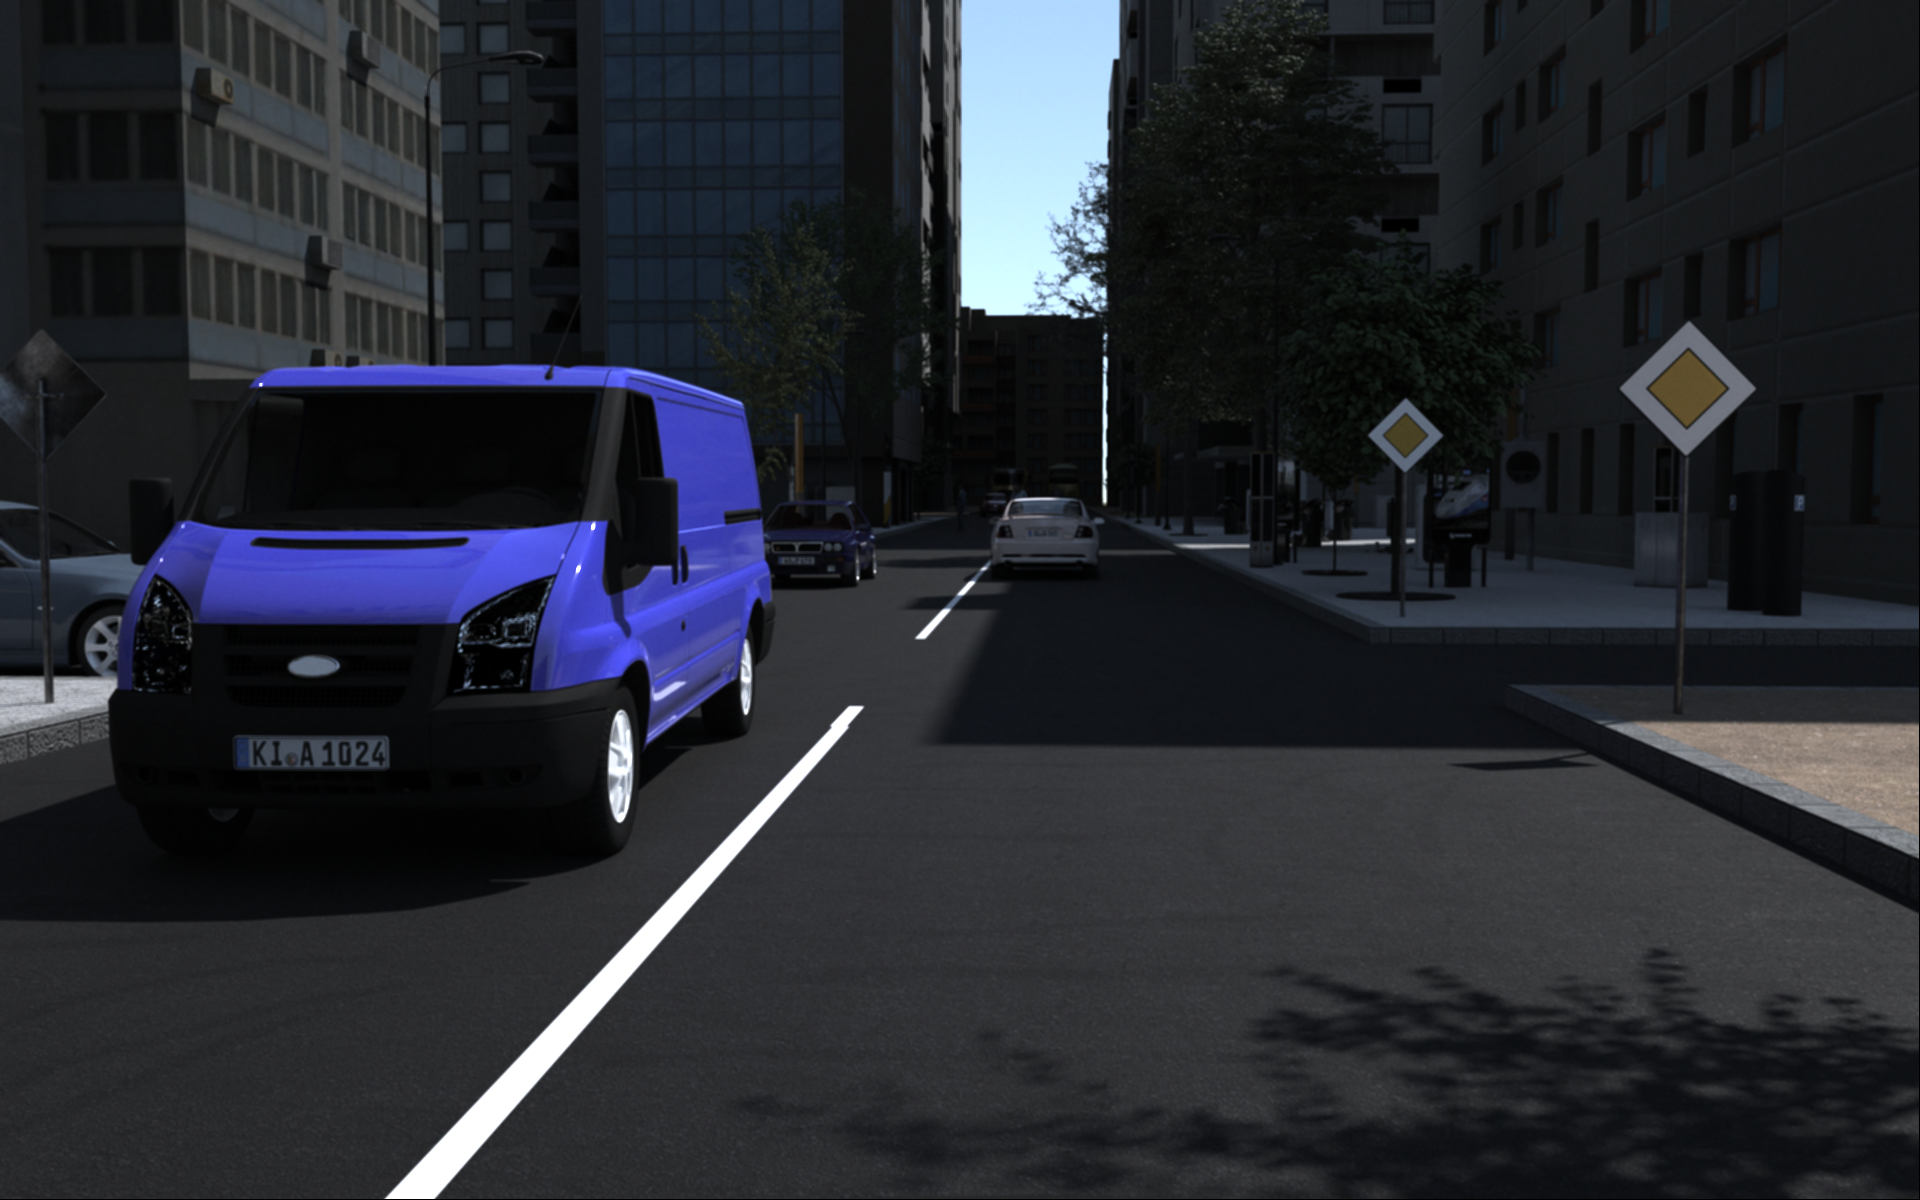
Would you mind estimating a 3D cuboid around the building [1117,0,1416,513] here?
[{"bbox_3d":[27.888,-34.464,152.723,28.713,52.752,27.495,0,4,3],"label":"building"}]

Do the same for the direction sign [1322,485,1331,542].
[{"bbox_3d":[9.794,-3.338,46.574,0.876,3.537,0.379,3,5,44],"label":"direction sign"}]

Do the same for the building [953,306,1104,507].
[{"bbox_3d":[1.020,-21.232,192.190,28.899,21.520,27.650,0,4,3],"label":"building"}]

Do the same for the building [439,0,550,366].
[{"bbox_3d":[-16.001,-31.741,108.198,28.713,52.752,27.495,0,4,3],"label":"building"}]

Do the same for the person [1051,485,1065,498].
[{"bbox_3d":[4.407,-4.249,77.773,0.655,1.846,0.447,1,4,16],"label":"person"}]

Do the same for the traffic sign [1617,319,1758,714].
[{"bbox_3d":[4.185,-0.391,10.039,0.795,2.450,0.064,0,4,3],"label":"traffic sign"}]

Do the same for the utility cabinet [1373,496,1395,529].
[{"bbox_3d":[15.877,-3.245,64.221,1.020,1.237,0.306,0,4,-8],"label":"utility cabinet"}]

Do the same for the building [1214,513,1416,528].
[{"bbox_3d":[23.926,-29.873,77.668,28.713,52.752,27.495,0,4,3],"label":"building"}]

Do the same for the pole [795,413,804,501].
[{"bbox_3d":[-4.067,-3.060,43.872,0.158,3.312,0.155,0,3,0],"label":"pole"}]

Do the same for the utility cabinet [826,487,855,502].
[{"bbox_3d":[-3.605,-2.653,52.057,0.318,1.500,1.173,2,4,29],"label":"utility cabinet"}]

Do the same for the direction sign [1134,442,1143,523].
[{"bbox_3d":[7.856,-5.144,76.109,0.379,3.537,0.876,0,4,1],"label":"direction sign"}]

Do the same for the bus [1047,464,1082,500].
[{"bbox_3d":[8.389,-9.046,139.440,2.896,3.916,12.252,0,4,4],"label":"bus"}]

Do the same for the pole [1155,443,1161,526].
[{"bbox_3d":[7.981,-4.645,69.793,0.158,3.312,0.155,0,3,0],"label":"pole"}]

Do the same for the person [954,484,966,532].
[{"bbox_3d":[0.039,-3.468,65.385,0.419,1.800,0.721,-1,4,-9],"label":"person"}]

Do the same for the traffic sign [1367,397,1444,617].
[{"bbox_3d":[4.615,-0.879,18.012,0.795,2.450,0.064,0,4,3],"label":"traffic sign"}]

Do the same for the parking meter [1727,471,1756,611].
[{"bbox_3d":[8.688,-0.654,19.107,0.372,1.533,0.369,0,3,0],"label":"parking meter"}]

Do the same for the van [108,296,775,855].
[{"bbox_3d":[-2.223,-0.262,8.674,2.240,2.365,5.245,0,4,1],"label":"van"}]

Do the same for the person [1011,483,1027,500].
[{"bbox_3d":[2.056,-3.042,58.506,0.793,1.790,0.793,0,4,-5],"label":"person"}]

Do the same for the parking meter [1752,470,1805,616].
[{"bbox_3d":[8.706,-0.605,18.306,0.372,1.533,0.369,0,3,0],"label":"parking meter"}]

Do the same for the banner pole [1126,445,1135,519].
[{"bbox_3d":[8.671,-6.013,88.335,0.401,3.779,0.863,3,5,42],"label":"banner pole"}]

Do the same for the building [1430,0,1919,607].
[{"bbox_3d":[26.038,-11.358,30.750,28.899,21.520,27.650,0,4,3],"label":"building"}]

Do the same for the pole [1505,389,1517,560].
[{"bbox_3d":[10.714,-2.436,33.672,0.158,3.312,0.155,0,3,0],"label":"pole"}]

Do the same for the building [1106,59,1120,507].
[{"bbox_3d":[26.510,-34.371,185.667,21.600,48.544,21.300,0,4,3],"label":"building"}]

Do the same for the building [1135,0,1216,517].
[{"bbox_3d":[21.863,-34.779,110.642,21.231,58.520,28.212,0,4,3],"label":"building"}]

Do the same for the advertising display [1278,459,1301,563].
[{"bbox_3d":[6.077,-1.675,32.599,0.123,1.923,0.974,-1,4,-22],"label":"advertising display"}]

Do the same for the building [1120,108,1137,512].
[{"bbox_3d":[19.279,-22.085,132.787,14.160,30.474,14.107,0,4,3],"label":"building"}]

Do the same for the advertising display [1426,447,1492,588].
[{"bbox_3d":[6.856,-1.137,23.802,0.974,1.923,0.123,-1,4,-19],"label":"advertising display"}]

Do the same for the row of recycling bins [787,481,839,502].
[{"bbox_3d":[-4.838,-3.054,57.041,1.069,1.692,3.534,-2,4,-24],"label":"row of recycling bins"}]

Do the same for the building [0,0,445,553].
[{"bbox_3d":[-23.564,-20.745,31.065,32.217,40.220,23.993,0,4,3],"label":"building"}]

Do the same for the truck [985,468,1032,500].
[{"bbox_3d":[3.888,-8.380,132.937,3.469,3.379,9.791,0,4,4],"label":"truck"}]

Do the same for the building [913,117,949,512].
[{"bbox_3d":[-8.324,-21.869,129.258,14.160,30.474,14.107,0,4,3],"label":"building"}]

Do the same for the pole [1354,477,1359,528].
[{"bbox_3d":[14.900,-4.357,65.081,0.158,3.312,0.155,0,3,0],"label":"pole"}]

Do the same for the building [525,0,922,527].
[{"bbox_3d":[-9.043,-25.814,72.162,14.600,45.320,14.200,0,4,3],"label":"building"}]

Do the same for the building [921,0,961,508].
[{"bbox_3d":[-13.502,-34.564,154.358,27.495,52.752,28.713,0,4,3],"label":"building"}]
